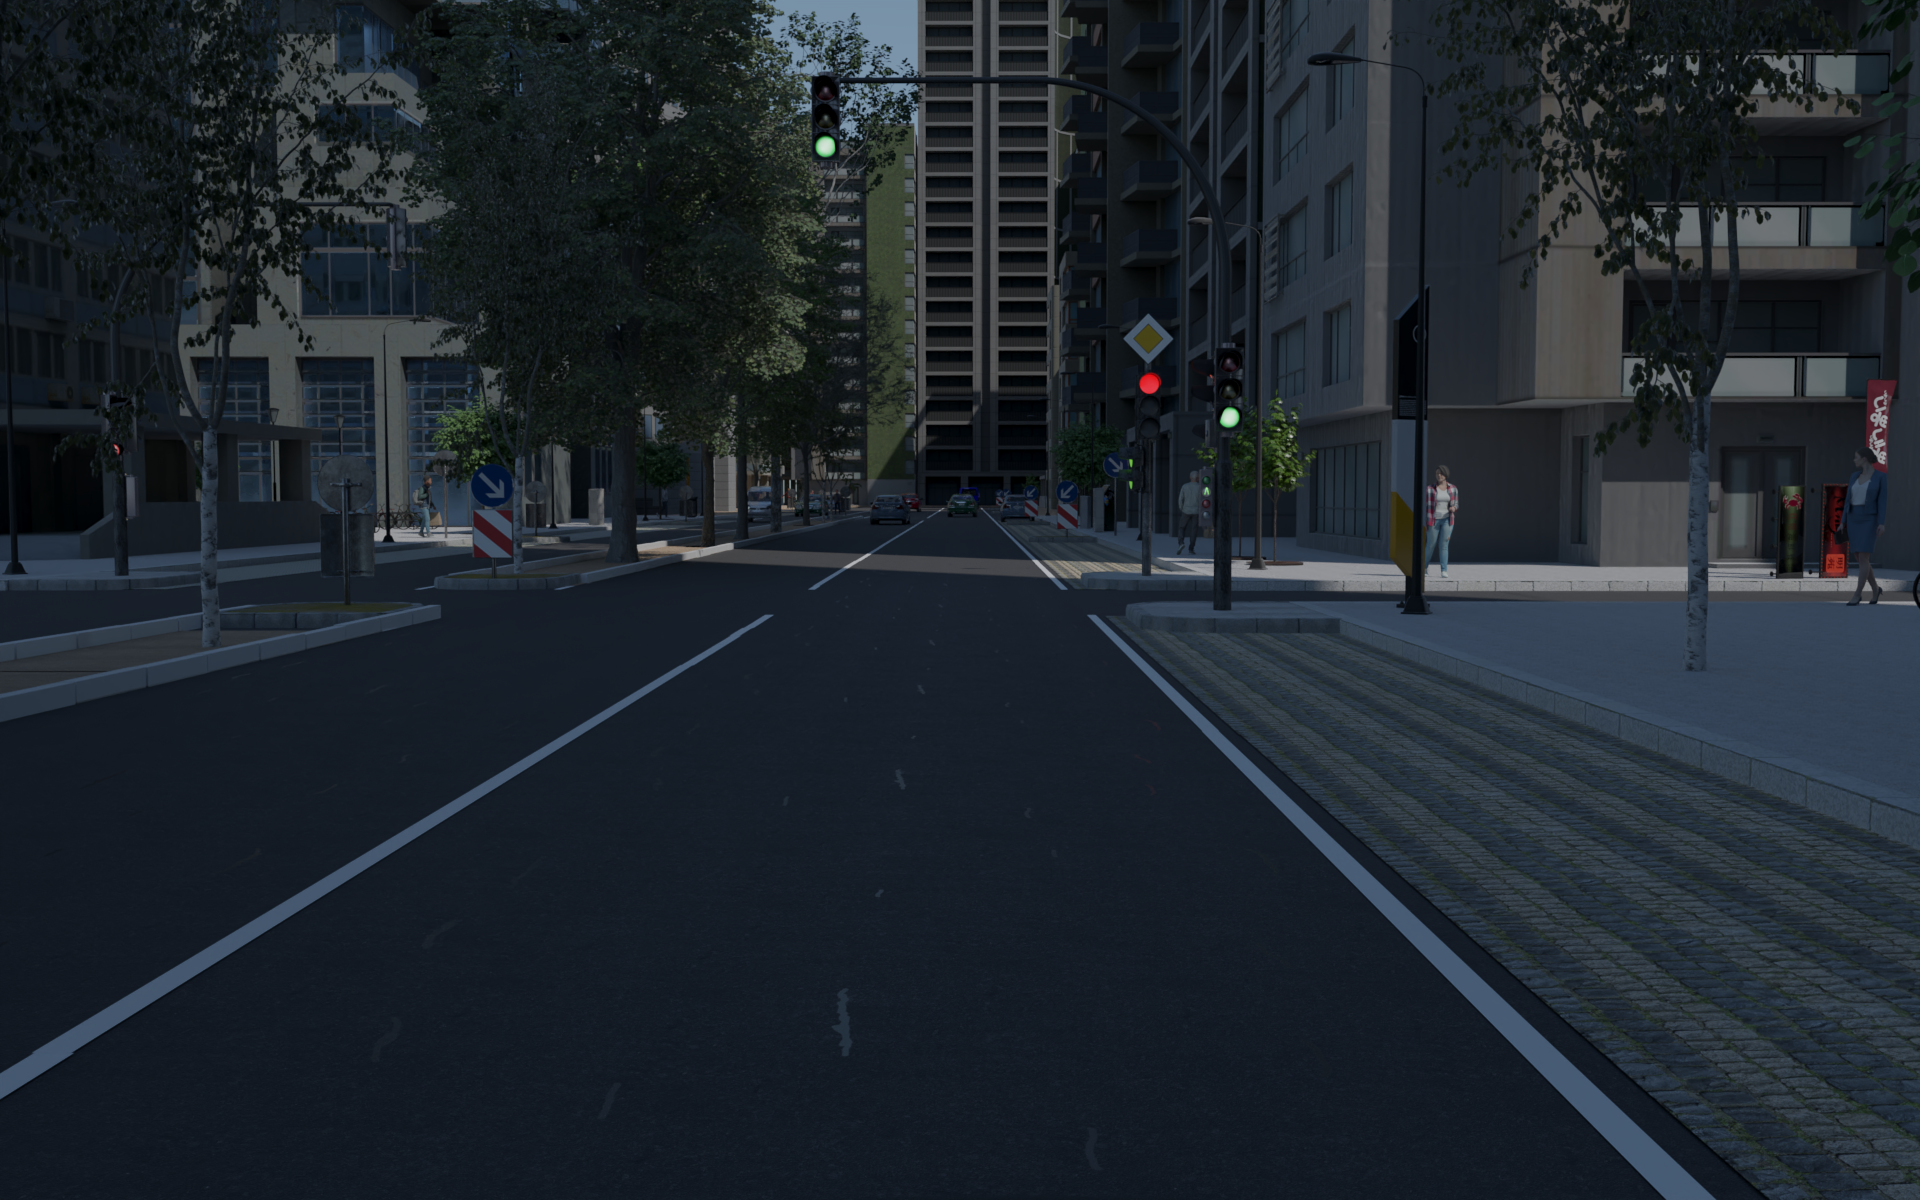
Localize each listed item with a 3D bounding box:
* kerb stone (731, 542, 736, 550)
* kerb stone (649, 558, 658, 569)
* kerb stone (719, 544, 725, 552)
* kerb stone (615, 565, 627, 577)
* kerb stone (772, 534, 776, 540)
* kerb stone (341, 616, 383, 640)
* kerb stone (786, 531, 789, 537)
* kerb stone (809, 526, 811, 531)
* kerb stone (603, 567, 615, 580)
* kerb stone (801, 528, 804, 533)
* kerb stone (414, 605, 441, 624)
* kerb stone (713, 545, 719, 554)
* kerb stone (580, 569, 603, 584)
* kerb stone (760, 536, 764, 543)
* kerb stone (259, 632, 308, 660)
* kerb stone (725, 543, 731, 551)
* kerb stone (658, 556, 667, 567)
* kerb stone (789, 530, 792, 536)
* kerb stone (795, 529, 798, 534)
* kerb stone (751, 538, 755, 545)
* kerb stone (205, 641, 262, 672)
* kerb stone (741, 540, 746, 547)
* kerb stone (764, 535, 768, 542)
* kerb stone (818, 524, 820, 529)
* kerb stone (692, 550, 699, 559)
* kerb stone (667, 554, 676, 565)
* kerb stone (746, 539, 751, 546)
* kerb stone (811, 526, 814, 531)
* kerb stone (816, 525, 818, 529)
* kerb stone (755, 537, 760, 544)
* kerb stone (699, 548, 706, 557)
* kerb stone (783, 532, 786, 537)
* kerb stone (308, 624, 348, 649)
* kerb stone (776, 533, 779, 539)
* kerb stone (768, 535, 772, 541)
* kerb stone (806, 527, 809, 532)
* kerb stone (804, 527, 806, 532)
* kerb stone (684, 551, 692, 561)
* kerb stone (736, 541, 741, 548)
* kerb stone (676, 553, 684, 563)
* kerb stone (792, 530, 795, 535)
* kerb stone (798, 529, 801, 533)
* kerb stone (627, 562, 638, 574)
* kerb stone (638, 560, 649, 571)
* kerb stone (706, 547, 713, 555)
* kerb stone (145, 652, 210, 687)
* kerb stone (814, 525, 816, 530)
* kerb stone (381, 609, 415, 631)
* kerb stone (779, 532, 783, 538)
[{"bbox_3d":[-5.961,-1.374,44.659,0.120,0.150,1.000,0,4,0],"label":"kerb stone"},{"bbox_3d":[-6.006,-0.680,33.355,0.120,0.150,1.000,0,4,0],"label":"kerb stone"},{"bbox_3d":[-5.974,-1.244,42.606,0.120,0.150,1.000,0,4,0],"label":"kerb stone"},{"bbox_3d":[-6.022,-0.495,30.287,0.120,0.150,1.000,0,4,0],"label":"kerb stone"},{"bbox_3d":[-5.934,-1.938,53.881,0.120,0.150,1.000,0,4,0],"label":"kerb stone"},{"bbox_3d":[-6.075,0.289,17.471,0.120,0.150,1.000,0,4,0],"label":"kerb stone"},{"bbox_3d":[-5.916,-2.188,57.982,0.120,0.150,1.000,0,4,0],"label":"kerb stone"},{"bbox_3d":[-5.885,-2.689,66.163,0.120,0.150,1.000,0,4,0],"label":"kerb stone"},{"bbox_3d":[-6.026,-0.432,29.262,0.120,0.150,1.000,0,4,0],"label":"kerb stone"},{"bbox_3d":[-5.897,-2.502,63.096,0.120,0.150,1.000,0,4,0],"label":"kerb stone"},{"bbox_3d":[-6.063,0.164,19.519,0.120,0.150,1.000,0,4,0],"label":"kerb stone"},{"bbox_3d":[-5.985,-1.182,41.567,0.120,0.150,1.000,0,4,0],"label":"kerb stone"},{"bbox_3d":[-6.027,-0.370,28.239,0.120,0.150,1.000,0,4,0],"label":"kerb stone"},{"bbox_3d":[-5.947,-1.740,50.808,0.120,0.150,1.000,0,4,0],"label":"kerb stone"},{"bbox_3d":[-6.080,0.415,15.416,0.120,0.150,1.000,0,4,0],"label":"kerb stone"},{"bbox_3d":[-5.972,-1.311,43.636,0.120,0.150,1.000,0,4,0],"label":"kerb stone"},{"bbox_3d":[-6.010,-0.745,34.380,0.120,0.150,1.000,0,4,0],"label":"kerb stone"},{"bbox_3d":[-5.904,-2.251,59.006,0.120,0.150,1.000,0,4,0],"label":"kerb stone"},{"bbox_3d":[-5.908,-2.376,61.051,0.120,0.150,1.000,0,4,0],"label":"kerb stone"},{"bbox_3d":[-5.954,-1.624,48.755,0.120,0.150,1.000,0,4,0],"label":"kerb stone"},{"bbox_3d":[-6.087,0.478,14.386,0.120,0.150,1.000,0,4,0],"label":"kerb stone"},{"bbox_3d":[-5.956,-1.498,46.708,0.120,0.150,1.000,0,4,0],"label":"kerb stone"},{"bbox_3d":[-5.931,-1.813,51.830,0.120,0.150,1.000,0,4,0],"label":"kerb stone"},{"bbox_3d":[-5.872,-2.941,70.272,0.120,0.150,1.000,0,4,0],"label":"kerb stone"},{"bbox_3d":[-5.996,-0.991,38.489,0.120,0.150,1.000,0,4,0],"label":"kerb stone"},{"bbox_3d":[-6.008,-0.808,35.411,0.120,0.150,1.000,0,4,0],"label":"kerb stone"},{"bbox_3d":[-5.949,-1.562,47.733,0.120,0.150,1.000,0,4,0],"label":"kerb stone"},{"bbox_3d":[-5.874,-2.747,67.189,0.120,0.150,1.000,0,4,0],"label":"kerb stone"},{"bbox_3d":[-5.872,-2.874,69.250,0.120,0.150,1.000,0,4,0],"label":"kerb stone"},{"bbox_3d":[-5.947,-1.686,49.779,0.120,0.150,1.000,0,4,0],"label":"kerb stone"},{"bbox_3d":[-5.981,-1.059,39.516,0.120,0.150,1.000,0,4,0],"label":"kerb stone"},{"bbox_3d":[-5.919,-2.126,56.955,0.120,0.150,1.000,0,4,0],"label":"kerb stone"},{"bbox_3d":[-6.076,0.362,16.450,0.120,0.150,1.000,0,4,0],"label":"kerb stone"},{"bbox_3d":[-5.920,-2.001,54.904,0.120,0.150,1.000,0,4,0],"label":"kerb stone"},{"bbox_3d":[-5.929,-1.875,52.859,0.120,0.150,1.000,0,4,0],"label":"kerb stone"},{"bbox_3d":[-5.885,-2.618,65.141,0.120,0.150,1.000,0,4,0],"label":"kerb stone"},{"bbox_3d":[-5.887,-2.552,64.119,0.120,0.150,1.000,0,4,0],"label":"kerb stone"},{"bbox_3d":[-5.998,-0.934,37.465,0.120,0.150,1.000,0,4,0],"label":"kerb stone"},{"bbox_3d":[-5.966,-1.436,45.681,0.120,0.150,1.000,0,4,0],"label":"kerb stone"},{"bbox_3d":[-5.994,-0.871,36.441,0.120,0.150,1.000,0,4,0],"label":"kerb stone"},{"bbox_3d":[-5.904,-2.314,60.029,0.120,0.150,1.000,0,4,0],"label":"kerb stone"},{"bbox_3d":[-5.896,-2.439,62.073,0.120,0.150,1.000,0,4,0],"label":"kerb stone"},{"bbox_3d":[-6.016,-0.554,31.310,0.120,0.150,1.000,0,4,0],"label":"kerb stone"},{"bbox_3d":[-6.010,-0.616,32.333,0.120,0.150,1.000,0,4,0],"label":"kerb stone"},{"bbox_3d":[-5.978,-1.122,40.545,0.120,0.150,1.000,0,4,0],"label":"kerb stone"},{"bbox_3d":[-6.086,0.543,13.359,0.120,0.150,1.000,0,4,0],"label":"kerb stone"},{"bbox_3d":[-5.874,-2.814,68.223,0.120,0.150,1.000,0,4,0],"label":"kerb stone"},{"bbox_3d":[-6.070,0.229,18.493,0.120,0.150,1.000,0,4,0],"label":"kerb stone"},{"bbox_3d":[-5.918,-2.063,55.926,0.120,0.150,1.000,0,4,0],"label":"kerb stone"}]
